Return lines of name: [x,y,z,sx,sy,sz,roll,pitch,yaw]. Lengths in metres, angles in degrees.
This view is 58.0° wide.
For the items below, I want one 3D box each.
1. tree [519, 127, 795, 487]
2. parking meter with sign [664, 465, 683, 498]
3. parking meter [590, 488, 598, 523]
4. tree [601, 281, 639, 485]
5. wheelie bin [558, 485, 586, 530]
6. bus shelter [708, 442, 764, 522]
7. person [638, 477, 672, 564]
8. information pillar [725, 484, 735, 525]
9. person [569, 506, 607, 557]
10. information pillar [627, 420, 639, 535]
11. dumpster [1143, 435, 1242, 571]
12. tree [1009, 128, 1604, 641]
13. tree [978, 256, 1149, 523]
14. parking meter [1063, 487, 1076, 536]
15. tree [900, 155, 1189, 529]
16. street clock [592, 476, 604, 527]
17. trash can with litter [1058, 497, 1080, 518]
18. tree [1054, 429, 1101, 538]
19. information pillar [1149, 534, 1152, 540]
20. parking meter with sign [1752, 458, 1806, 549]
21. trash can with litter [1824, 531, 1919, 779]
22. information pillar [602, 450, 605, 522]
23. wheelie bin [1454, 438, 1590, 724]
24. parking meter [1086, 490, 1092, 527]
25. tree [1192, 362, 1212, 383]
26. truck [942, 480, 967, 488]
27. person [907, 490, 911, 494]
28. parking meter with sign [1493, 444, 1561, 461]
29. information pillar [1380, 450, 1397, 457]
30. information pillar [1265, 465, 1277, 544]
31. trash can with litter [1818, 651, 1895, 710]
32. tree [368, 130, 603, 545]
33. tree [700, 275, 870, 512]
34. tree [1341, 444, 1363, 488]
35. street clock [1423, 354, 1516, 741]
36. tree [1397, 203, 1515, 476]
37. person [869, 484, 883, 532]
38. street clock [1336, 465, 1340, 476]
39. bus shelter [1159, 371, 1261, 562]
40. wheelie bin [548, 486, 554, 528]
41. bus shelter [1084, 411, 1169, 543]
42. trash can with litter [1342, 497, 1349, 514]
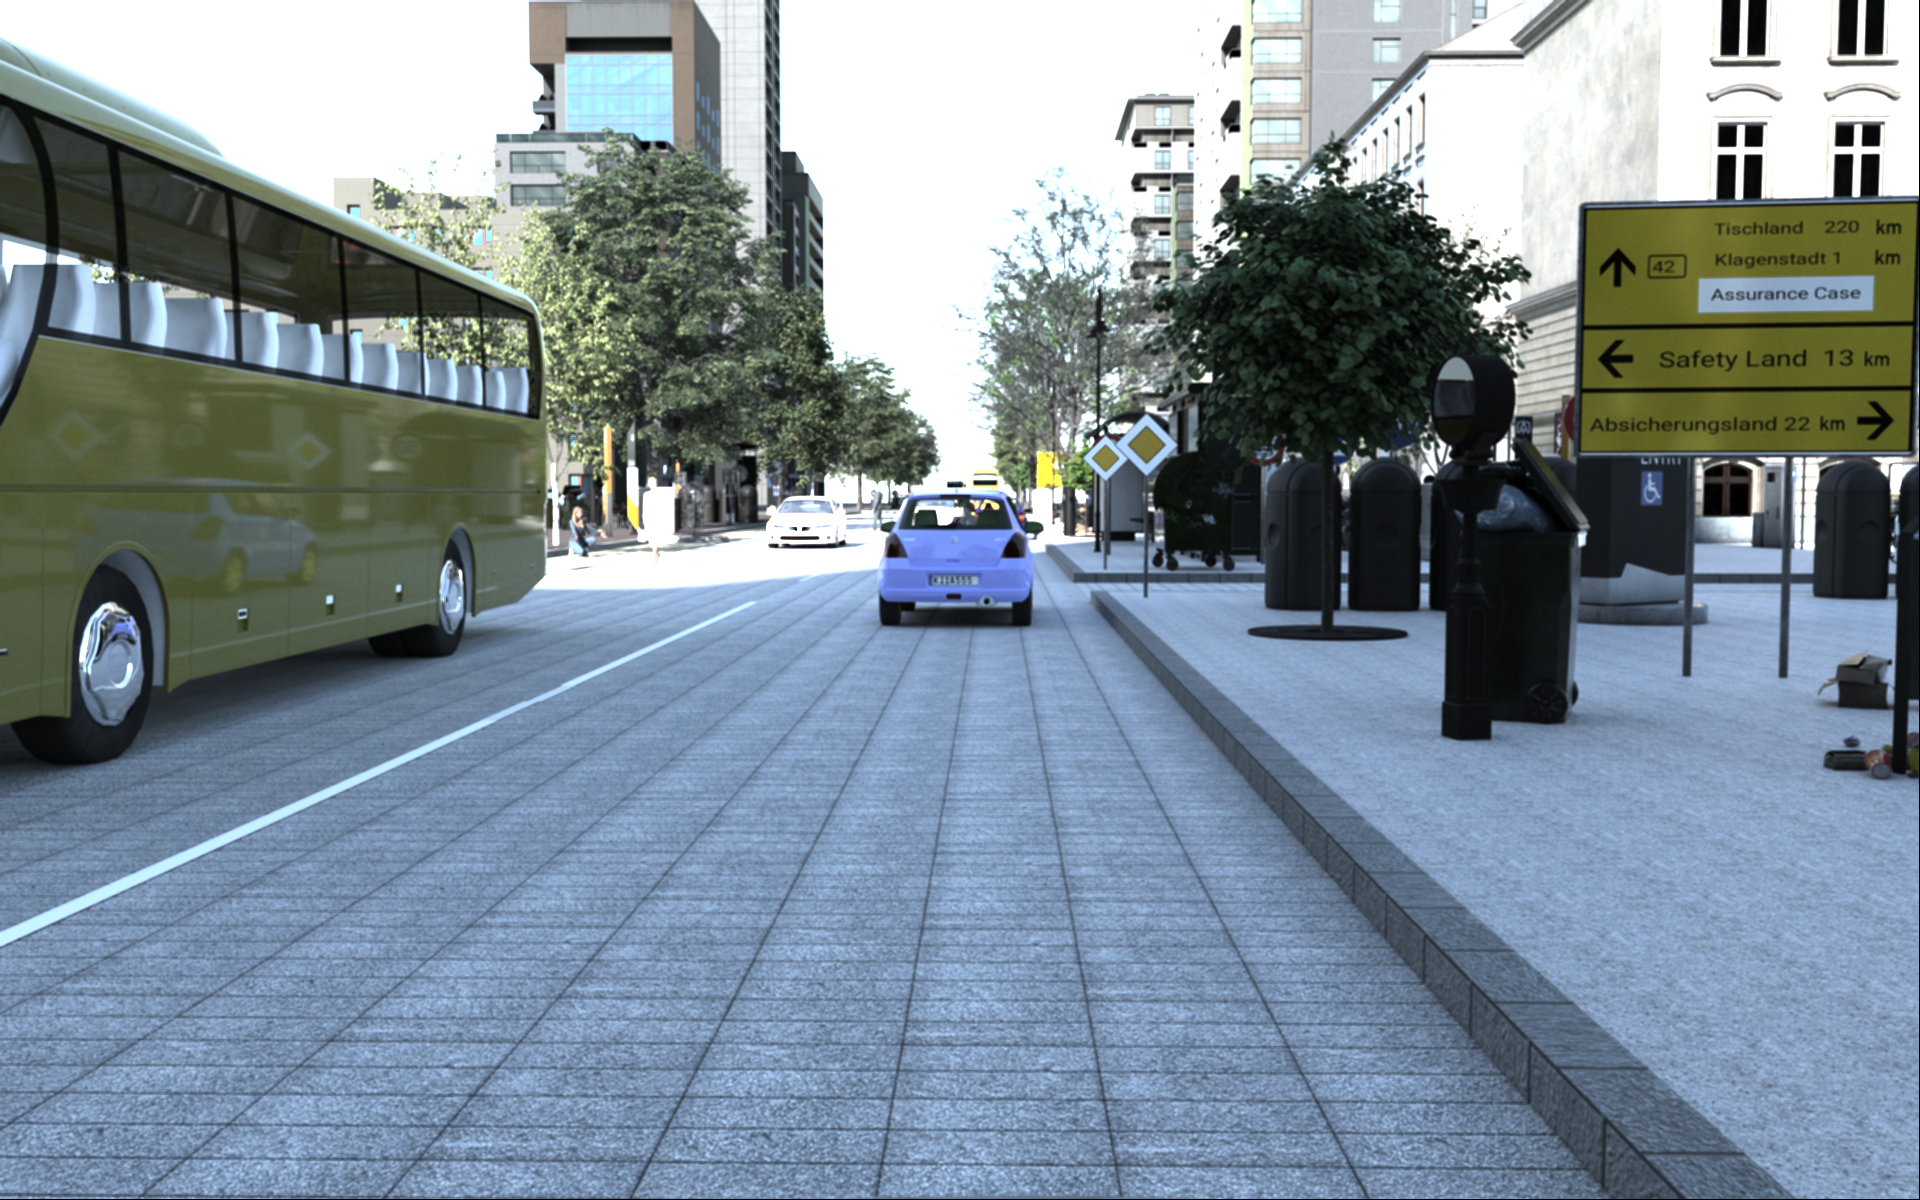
tree: [-10.837,-9.472,61.525,9.857,13.997,8.962,0,3,0]
parking meter with sign: [-16.931,-6.620,104.505,1.738,3.016,0.543,-2,4,-25]
parking meter: [-16.151,-4.160,76.430,0.372,1.533,0.369,0,3,0]
tree: [-10.129,-5.686,43.334,4.737,8.622,4.395,0,3,0]
wheelie bin: [-13.830,-3.310,62.021,0.980,1.594,0.693,-3,5,-41]
bus shelter: [-10.465,-5.508,81.343,1.731,3.624,6.357,0,4,1]
person: [-6.254,-1.638,35.630,0.694,1.780,0.624,2,4,31]
information pillar: [-9.701,-4.193,73.051,0.304,2.012,0.304,1,4,12]
person: [-8.468,-1.540,39.172,0.738,1.151,1.012,3,5,44]
information pillar: [-10.386,-3.893,55.005,0.183,3.616,0.504,-3,5,-43]
dumpster: [3.963,-1.657,29.589,1.502,2.255,1.985,0,4,1]
tree: [3.315,-1.961,15.784,4.285,4.588,4.351,0,3,0]
tree: [4.567,-9.244,76.895,9.928,11.665,9.643,0,3,0]
parking meter: [3.333,-2.704,52.625,0.372,1.533,0.369,0,3,0]
tree: [4.062,-9.389,63.882,12.009,13.543,11.850,0,3,0]
street clock: [-14.286,-3.911,68.509,0.471,2.002,0.358,-3,4,-39]
trash can with litter: [5.591,-4.736,88.816,1.055,1.170,0.624,-3,4,-37]
tree: [3.714,-3.472,51.364,1.663,3.219,1.824,0,3,0]
information pillar: [5.480,-2.677,48.254,0.304,2.012,0.304,-3,5,-45]
parking meter with sign: [19.434,-2.735,40.977,0.543,3.016,1.738,-1,4,-9]
trash can with litter: [4.940,0.183,8.060,2.233,1.210,1.678,-1,4,-23]
information pillar: [-16.276,-5.370,79.152,0.183,3.616,0.504,-1,4,-15]
wheelie bin: [3.212,-0.124,9.929,0.693,1.594,0.980,2,4,25]
parking meter: [5.014,-3.574,66.848,0.372,1.533,0.369,0,3,0]
tree: [12.097,-7.627,75.064,4.737,8.622,4.395,0,3,0]
truck: [-0.627,-15.376,247.327,3.469,3.379,9.791,0,4,2]
person: [-5.126,-10.209,175.423,1.348,1.823,0.705,0,4,0]
parking meter with sign: [10.824,-2.207,32.345,1.738,3.016,0.543,0,4,7]
information pillar: [5.506,-1.888,22.229,0.183,3.616,0.504,0,4,-2]
information pillar: [7.464,-3.064,41.449,0.504,3.616,0.183,2,4,26]
trash can with litter: [5.688,0.069,10.261,1.055,1.170,0.624,2,4,26]
tree: [-10.598,-5.252,36.227,4.737,8.622,4.395,0,3,0]
tree: [-9.252,-10.629,90.791,9.611,12.733,9.660,0,3,0]
tree: [14.174,-6.849,62.344,4.737,8.622,4.395,0,3,0]
street clock: [2.665,-0.274,9.056,0.358,2.002,0.471,-1,4,-13]
tree: [12.297,-5.761,44.562,4.360,8.622,3.978,0,3,0]
person: [-3.196,-3.495,65.816,0.590,1.801,0.661,1,4,18]
street clock: [7.400,-1.856,34.908,0.471,2.002,0.358,1,4,21]
bus shelter: [5.450,-3.618,36.792,2.179,5.291,8.768,0,4,1]
wheelie bin: [-15.219,-3.482,64.833,0.693,1.594,0.980,-1,4,-23]
bus shelter: [4.345,-3.114,44.830,2.014,3.302,5.546,0,4,1]
trash can with litter: [10.679,-2.330,49.159,1.678,1.210,2.233,-2,4,-30]
